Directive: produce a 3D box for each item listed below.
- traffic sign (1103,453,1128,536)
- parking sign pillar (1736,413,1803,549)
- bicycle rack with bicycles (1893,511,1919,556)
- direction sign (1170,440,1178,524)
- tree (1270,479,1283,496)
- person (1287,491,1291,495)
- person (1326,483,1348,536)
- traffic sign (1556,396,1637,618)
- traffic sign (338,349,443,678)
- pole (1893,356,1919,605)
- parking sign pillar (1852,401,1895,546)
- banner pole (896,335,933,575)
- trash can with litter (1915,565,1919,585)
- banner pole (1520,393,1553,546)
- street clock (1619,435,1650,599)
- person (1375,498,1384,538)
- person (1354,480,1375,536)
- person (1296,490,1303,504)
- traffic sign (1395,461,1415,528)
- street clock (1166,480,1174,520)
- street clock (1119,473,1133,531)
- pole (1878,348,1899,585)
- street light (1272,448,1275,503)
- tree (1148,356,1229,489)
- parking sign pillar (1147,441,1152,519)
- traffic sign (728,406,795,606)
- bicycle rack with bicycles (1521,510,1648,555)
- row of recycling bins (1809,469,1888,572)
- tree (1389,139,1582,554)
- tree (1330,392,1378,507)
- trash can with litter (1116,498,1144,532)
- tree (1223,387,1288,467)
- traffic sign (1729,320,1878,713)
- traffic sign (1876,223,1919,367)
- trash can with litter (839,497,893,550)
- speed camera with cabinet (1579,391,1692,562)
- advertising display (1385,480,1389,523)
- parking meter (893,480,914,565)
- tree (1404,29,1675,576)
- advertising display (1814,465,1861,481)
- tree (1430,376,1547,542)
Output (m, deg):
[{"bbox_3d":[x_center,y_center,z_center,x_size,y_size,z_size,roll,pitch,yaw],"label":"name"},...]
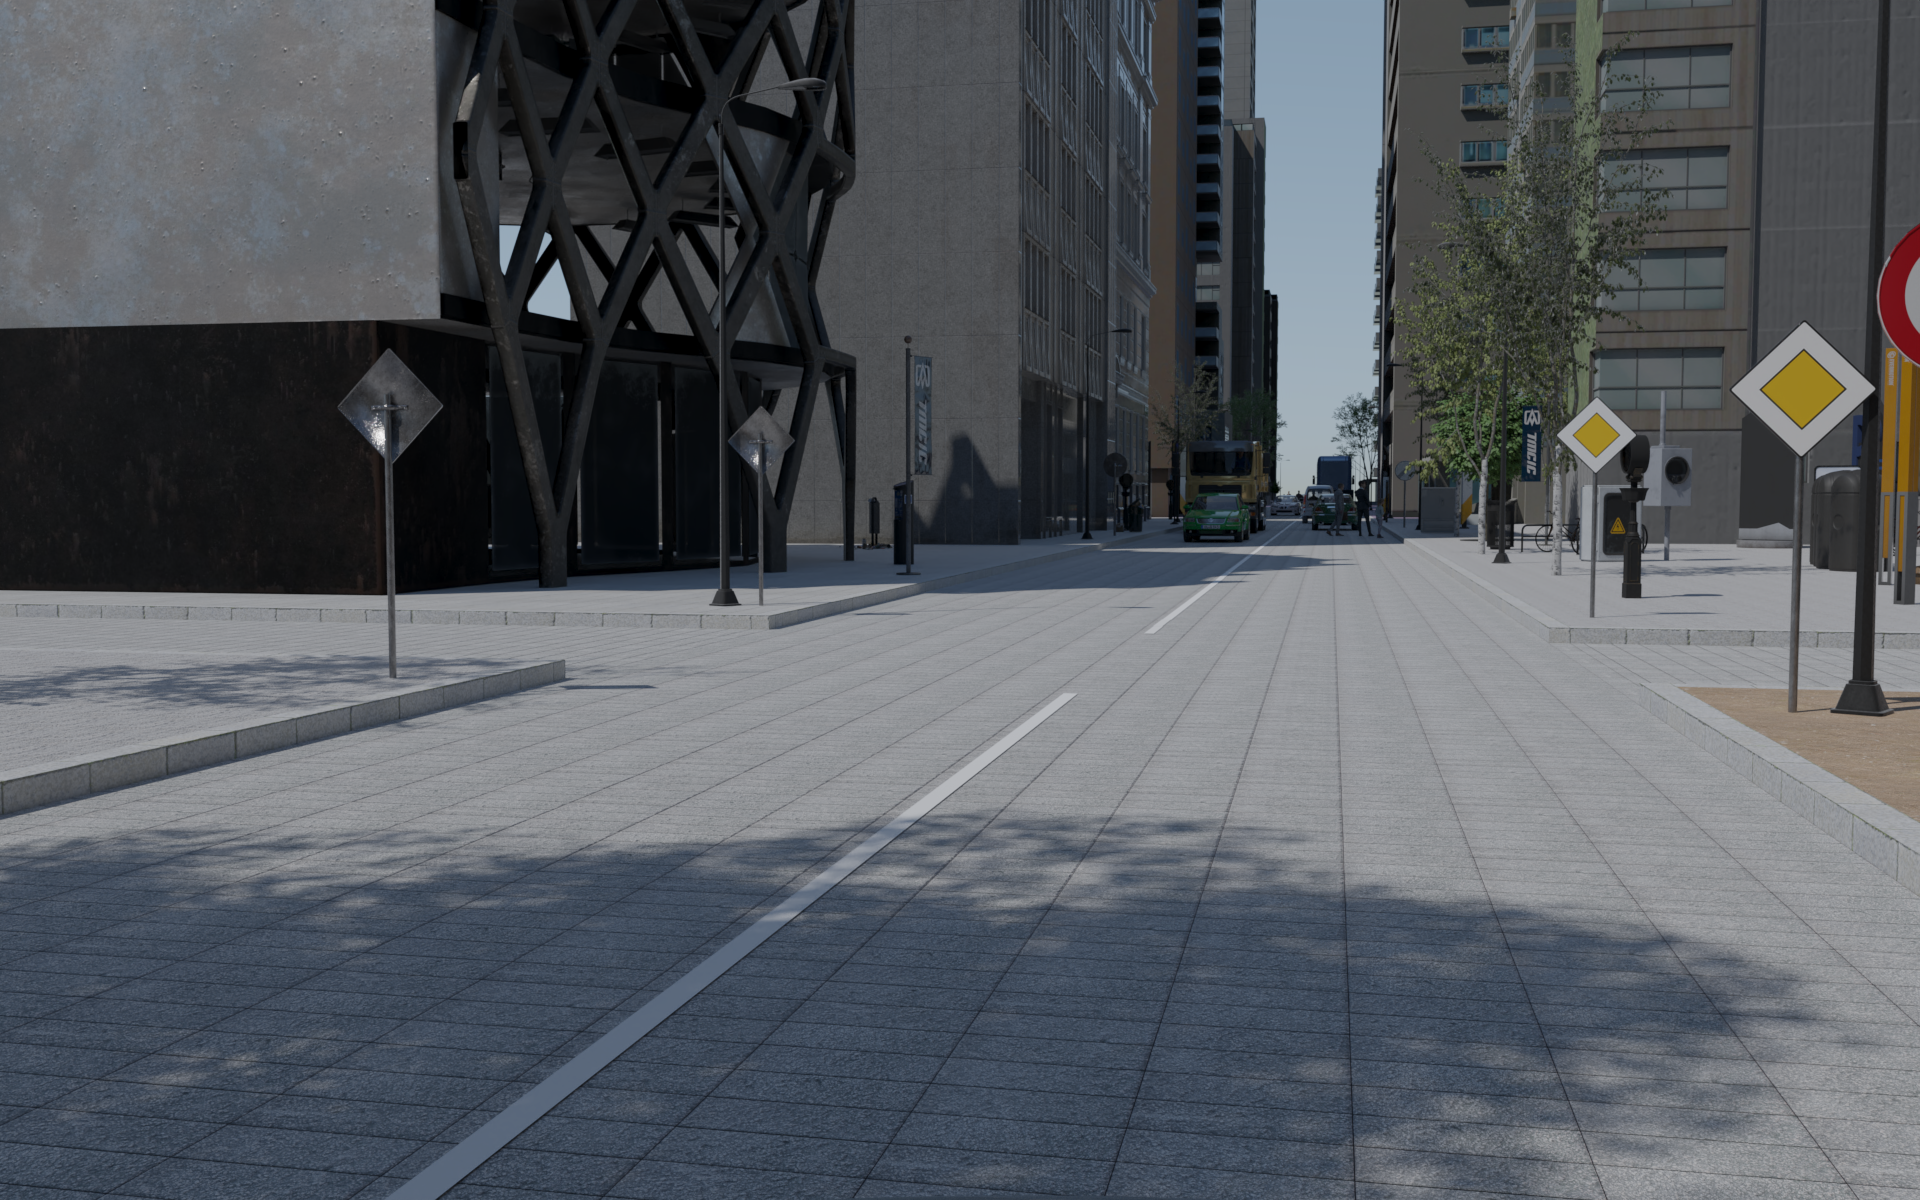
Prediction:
[{"bbox_3d":[4.752,-3.244,53.139,0.768,2.556,0.104,1,4,21],"label":"traffic sign"},{"bbox_3d":[19.347,-3.230,41.277,1.447,3.967,1.447,-3,5,-44],"label":"parking sign pillar"},{"bbox_3d":[20.177,-1.442,36.954,2.925,0.926,2.852,-1,4,-11],"label":"bicycle rack with bicycles"},{"bbox_3d":[9.065,-4.960,73.097,0.379,3.537,0.876,2,4,24],"label":"direction sign"},{"bbox_3d":[40.537,-13.914,222.087,1.663,3.219,1.824,0,3,0],"label":"tree"},{"bbox_3d":[33.938,-10.396,179.001,1.217,1.766,0.721,2,4,35],"label":"person"},{"bbox_3d":[12.992,-3.101,59.317,0.853,1.813,0.709,-1,4,-15],"label":"person"},{"bbox_3d":[6.560,-0.873,17.919,0.795,2.450,0.064,1,4,12],"label":"traffic sign"},{"bbox_3d":[-3.953,-0.512,12.018,0.795,2.450,0.064,1,4,12],"label":"traffic sign"},{"bbox_3d":[10.966,-1.601,20.018,0.158,3.312,0.155,0,3,0],"label":"pole"},{"bbox_3d":[22.195,-3.286,42.204,1.447,3.967,1.447,1,4,9],"label":"parking sign pillar"},{"bbox_3d":[-0.684,-2.300,27.615,0.401,3.779,0.863,3,4,36],"label":"banner pole"},{"bbox_3d":[13.819,-0.788,24.276,0.624,1.170,1.055,-2,4,-34],"label":"trash can with litter"},{"bbox_3d":[14.387,-3.247,43.104,0.863,3.779,0.401,1,4,14],"label":"banner pole"},{"bbox_3d":[8.280,-1.023,21.295,0.358,2.002,0.471,0,4,5],"label":"street clock"},{"bbox_3d":[13.691,-2.669,56.409,0.394,1.301,0.425,-2,4,-33],"label":"person"},{"bbox_3d":[13.747,-3.124,58.948,0.648,1.900,0.474,3,5,43],"label":"person"},{"bbox_3d":[29.714,-8.734,151.855,0.990,1.755,0.434,3,5,43],"label":"person"},{"bbox_3d":[16.989,-4.039,66.144,0.768,2.556,0.104,1,4,20],"label":"traffic sign"},{"bbox_3d":[10.582,-5.041,86.993,0.471,2.002,0.358,1,4,13],"label":"street clock"},{"bbox_3d":[5.795,-3.421,60.509,0.471,2.002,0.358,0,4,-7],"label":"street clock"},{"bbox_3d":[13.041,-1.864,24.316,0.158,3.312,0.155,0,3,0],"label":"pole"},{"bbox_3d":[31.325,-12.431,175.783,1.470,5.913,1.316,1,4,12],"label":"street light"},{"bbox_3d":[12.087,-8.652,91.823,4.360,8.622,3.978,0,3,0],"label":"tree"},{"bbox_3d":[8.973,-6.062,87.590,1.447,3.967,1.447,-1,4,-20],"label":"parking sign pillar"},{"bbox_3d":[-2.280,-0.990,19.827,0.795,2.450,0.064,1,4,12],"label":"traffic sign"},{"bbox_3d":[13.724,-1.480,37.588,2.925,0.926,2.852,-1,4,-20],"label":"bicycle rack with bicycles"},{"bbox_3d":[15.355,-1.401,30.026,1.069,1.692,3.534,1,4,20],"label":"row of recycling bins"},{"bbox_3d":[11.166,-5.294,36.916,4.737,8.622,4.395,0,3,0],"label":"tree"},{"bbox_3d":[41.273,-15.224,174.670,9.928,11.665,9.643,0,3,0],"label":"tree"},{"bbox_3d":[5.680,-2.875,58.393,1.055,1.170,0.624,0,4,6],"label":"trash can with litter"},{"bbox_3d":[27.933,-14.822,168.092,9.928,11.665,9.643,0,3,0],"label":"tree"},{"bbox_3d":[4.887,-0.396,10.110,0.795,2.450,0.064,1,4,12],"label":"traffic sign"},{"bbox_3d":[4.481,-0.466,7.719,0.768,2.556,0.104,1,4,21],"label":"traffic sign"},{"bbox_3d":[-2.192,-1.822,40.840,1.678,1.210,2.233,0,4,8],"label":"trash can with litter"},{"bbox_3d":[12.881,-2.363,32.979,2.038,3.252,0.660,-1,4,-14],"label":"speed camera with cabinet"},{"bbox_3d":[19.325,-4.476,78.402,0.123,1.923,0.974,1,4,14],"label":"advertising display"},{"bbox_3d":[-1.026,-1.415,31.542,0.372,1.533,0.369,0,3,0],"label":"parking meter"},{"bbox_3d":[9.163,-4.688,27.004,4.360,8.622,3.978,0,3,0],"label":"tree"},{"bbox_3d":[19.672,-2.056,38.835,0.974,1.923,0.123,2,4,33],"label":"advertising display"},{"bbox_3d":[14.521,-3.896,47.415,4.285,4.588,4.351,0,3,0],"label":"tree"}]
